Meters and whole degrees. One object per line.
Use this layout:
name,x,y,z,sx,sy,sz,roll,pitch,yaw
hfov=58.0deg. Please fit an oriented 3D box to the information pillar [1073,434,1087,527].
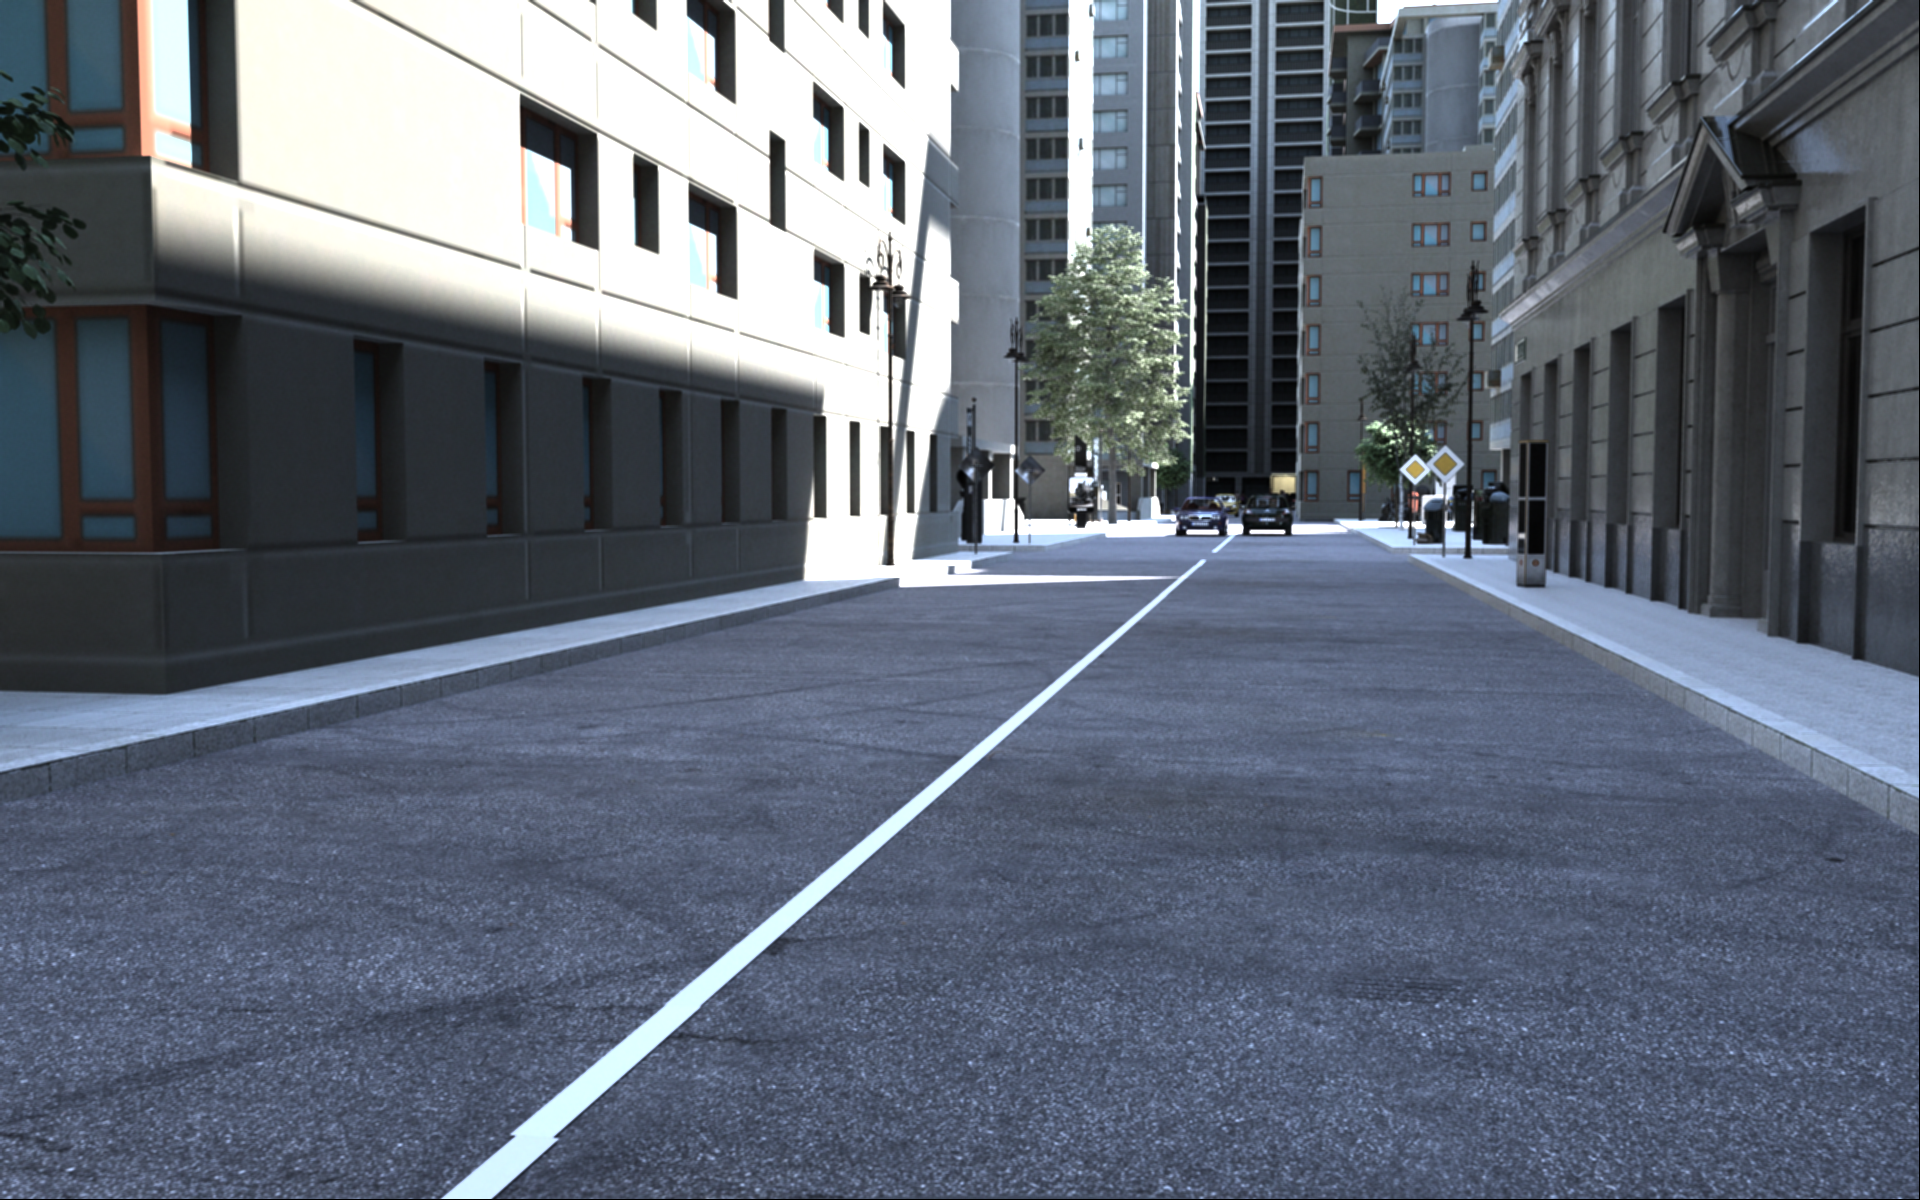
information pillar,4.709,-4.672,67.735,0.504,3.616,0.183,2,4,24

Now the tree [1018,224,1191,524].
tree,6.107,-9.513,73.663,7.486,12.596,7.792,0,3,0

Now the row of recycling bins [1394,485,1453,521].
row of recycling bins,22.425,-4.597,82.268,3.534,1.692,1.069,1,4,18

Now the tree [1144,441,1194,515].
tree,12.847,-7.586,107.739,4.285,4.588,4.351,0,3,0

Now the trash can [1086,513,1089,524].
trash can,5.315,-3.891,75.268,0.748,1.137,0.748,0,3,0

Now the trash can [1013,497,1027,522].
trash can,2.566,-3.936,76.004,0.748,1.137,0.748,0,3,0

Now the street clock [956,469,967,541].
street clock,0.144,-2.646,47.826,0.471,2.002,0.358,-1,4,-12

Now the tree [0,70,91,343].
tree,-6.203,-1.503,8.287,4.285,4.588,4.351,0,3,0

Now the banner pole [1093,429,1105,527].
banner pole,5.331,-4.708,66.993,0.401,3.779,0.863,-2,4,-24

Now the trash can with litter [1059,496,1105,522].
trash can with litter,5.660,-4.163,79.117,2.233,1.210,1.678,1,4,14

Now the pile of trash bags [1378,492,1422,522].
pile of trash bags,20.589,-4.296,79.999,1.912,1.369,3.447,0,4,0

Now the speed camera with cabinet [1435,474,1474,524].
speed camera with cabinet,21.731,-4.955,75.357,2.038,3.252,0.660,-1,4,-16

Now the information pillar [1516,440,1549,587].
information pillar,7.894,-1.186,23.887,0.304,2.012,0.304,0,4,-5

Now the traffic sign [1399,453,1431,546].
traffic sign,11.283,-2.406,42.978,0.795,2.450,0.064,1,4,10

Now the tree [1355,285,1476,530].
tree,15.653,-6.750,60.731,4.360,8.622,3.978,0,3,0

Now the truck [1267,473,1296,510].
truck,29.922,-10.006,159.520,3.469,3.379,9.791,1,4,11

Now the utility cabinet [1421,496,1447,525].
utility cabinet,19.783,-3.737,72.268,1.020,1.237,0.306,3,5,43

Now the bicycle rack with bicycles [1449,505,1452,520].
bicycle rack with bicycles,25.082,-4.385,85.079,2.852,0.926,2.925,-1,4,-22

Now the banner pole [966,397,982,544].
banner pole,0.293,-3.335,44.549,0.401,3.779,0.863,1,4,17

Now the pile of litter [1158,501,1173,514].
pile of litter,13.046,-5.933,110.973,1.719,0.858,1.176,-3,4,-36

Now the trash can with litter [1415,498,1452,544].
trash can with litter,12.217,-2.040,44.749,0.624,1.170,1.055,3,4,39

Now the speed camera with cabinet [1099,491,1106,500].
speed camera with cabinet,7.805,-6.759,104.838,2.038,3.252,0.660,1,4,12

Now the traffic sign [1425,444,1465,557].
traffic sign,9.824,-1.926,35.126,0.795,2.450,0.064,1,4,10

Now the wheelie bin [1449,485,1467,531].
wheelie bin,17.354,-3.167,59.682,0.980,1.594,0.693,1,4,10

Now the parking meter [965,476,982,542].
parking meter,0.364,-2.438,45.573,0.399,1.863,0.255,3,4,36

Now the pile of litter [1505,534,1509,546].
pile of litter,14.231,-1.758,42.711,1.719,0.858,1.176,0,4,-2

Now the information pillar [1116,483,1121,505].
information pillar,10.660,-6.853,116.534,0.304,2.012,0.304,0,4,2

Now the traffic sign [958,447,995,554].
traffic sign,0.346,-2.034,36.901,0.795,2.450,0.064,1,4,10

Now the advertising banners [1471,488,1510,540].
advertising banners,15.099,-3.156,47.794,2.074,3.025,0.090,3,4,38

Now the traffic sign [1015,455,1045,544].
traffic sign,1.804,-2.514,44.752,0.795,2.450,0.064,1,4,10

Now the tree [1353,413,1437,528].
tree,16.900,-5.092,66.962,4.285,4.588,4.351,0,3,0
